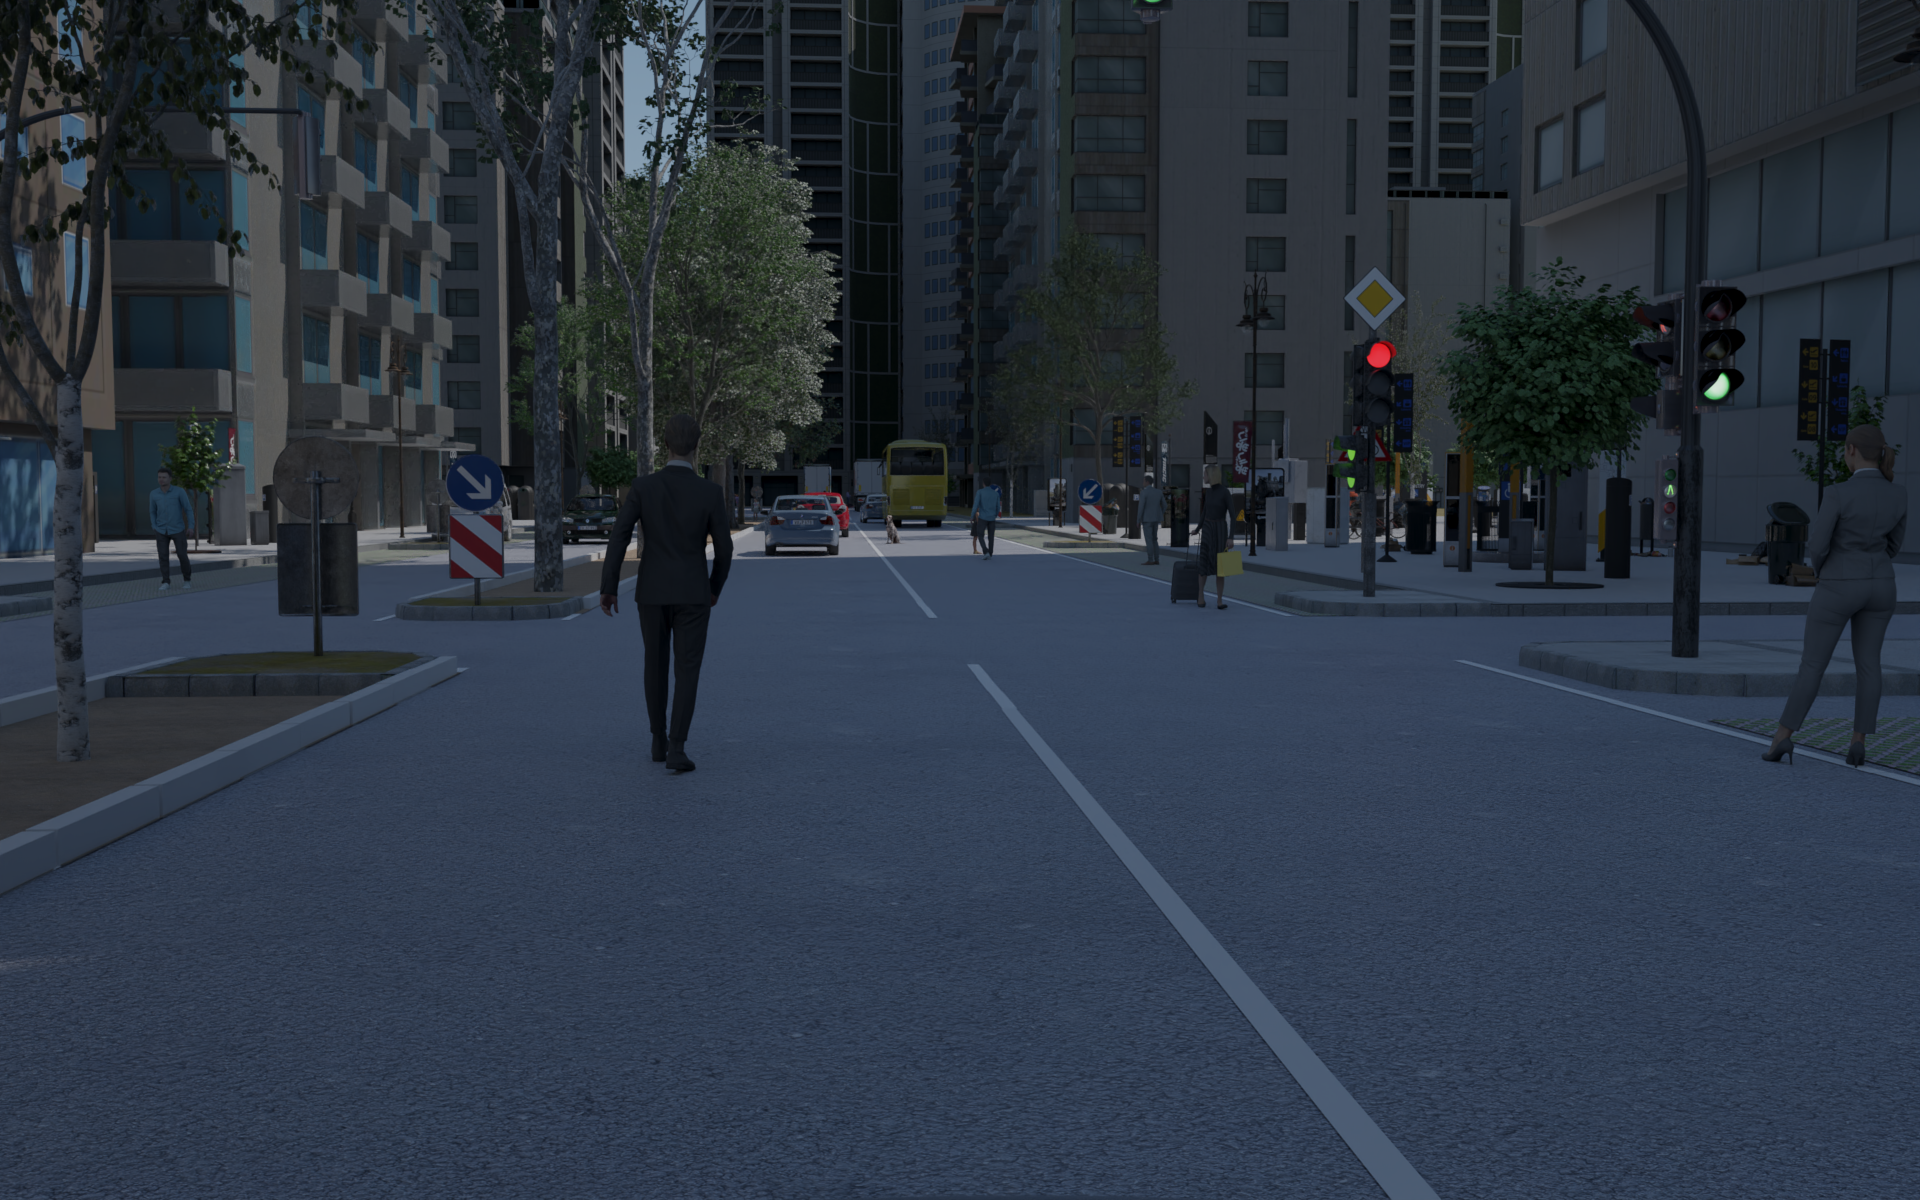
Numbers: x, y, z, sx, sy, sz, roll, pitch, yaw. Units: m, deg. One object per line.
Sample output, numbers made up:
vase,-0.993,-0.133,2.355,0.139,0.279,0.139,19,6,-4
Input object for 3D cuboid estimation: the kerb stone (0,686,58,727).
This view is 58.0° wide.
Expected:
kerb stone,-5.962,0.680,11.084,0.120,0.150,1.000,0,4,-4

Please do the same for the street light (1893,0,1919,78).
street light,7.836,-2.482,13.361,0.468,5.910,1.993,0,4,-4

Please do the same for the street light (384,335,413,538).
street light,-16.331,-4.755,50.533,0.468,5.910,1.993,0,4,-4

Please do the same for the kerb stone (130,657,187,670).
kerb stone,-6.104,0.555,13.125,0.120,0.150,1.000,0,4,-4

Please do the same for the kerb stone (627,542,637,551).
kerb stone,-8.451,-1.348,44.293,0.120,0.150,1.000,0,4,-4

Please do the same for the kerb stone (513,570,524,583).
kerb stone,-7.224,-0.351,27.936,0.120,0.150,1.000,0,4,-4

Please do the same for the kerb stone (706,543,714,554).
kerb stone,-6.275,-1.293,43.433,0.120,0.150,1.000,0,4,-4

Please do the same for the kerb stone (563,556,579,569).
kerb stone,-7.681,-0.727,34.080,0.120,0.150,1.000,0,4,-4

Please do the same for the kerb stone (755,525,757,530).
kerb stone,-8.035,-2.738,66.961,0.120,0.150,1.000,0,4,-4

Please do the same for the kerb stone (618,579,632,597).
kerb stone,-4.895,-0.174,25.035,0.120,0.150,1.000,0,4,-4

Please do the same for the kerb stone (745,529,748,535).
kerb stone,-7.499,-2.299,59.805,0.120,0.150,1.000,0,4,-4

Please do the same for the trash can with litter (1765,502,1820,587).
trash can with litter,11.790,-0.794,24.369,0.624,1.170,1.055,0,4,0

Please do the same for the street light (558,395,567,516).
street light,-18.664,-6.629,81.165,0.468,5.910,1.993,0,4,-4

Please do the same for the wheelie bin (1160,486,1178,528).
wheelie bin,7.928,-3.502,65.171,0.980,1.594,0.693,3,5,39

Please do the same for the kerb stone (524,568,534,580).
kerb stone,-7.302,-0.409,28.972,0.120,0.150,1.000,0,4,-4

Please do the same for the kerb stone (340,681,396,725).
kerb stone,-3.855,0.672,11.211,0.120,0.150,1.000,0,4,-4

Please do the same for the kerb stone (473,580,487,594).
kerb stone,-6.989,-0.164,24.874,0.120,0.150,1.000,0,4,-4

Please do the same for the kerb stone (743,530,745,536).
kerb stone,-7.350,-2.175,57.765,0.120,0.150,1.000,0,4,-4

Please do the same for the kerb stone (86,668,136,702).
kerb stone,-6.038,0.617,12.103,0.120,0.150,1.000,0,4,-4

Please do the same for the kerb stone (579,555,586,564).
kerb stone,-7.757,-0.790,35.105,0.120,0.150,1.000,0,4,-4

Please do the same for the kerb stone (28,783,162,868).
kerb stone,-3.548,0.922,7.124,0.120,0.150,1.000,0,4,-4

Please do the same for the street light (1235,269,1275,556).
street light,6.068,-3.850,35.736,0.468,5.910,1.993,0,4,-4

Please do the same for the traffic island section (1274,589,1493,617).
traffic island section,5.134,0.039,21.646,2.009,0.180,2.903,0,4,-4

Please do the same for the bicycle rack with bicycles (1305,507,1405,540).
bicycle rack with bicycles,11.064,-2.223,49.735,2.925,0.926,2.852,3,4,36

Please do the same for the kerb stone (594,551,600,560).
kerb stone,-7.913,-0.914,37.146,0.120,0.150,1.000,0,4,-4

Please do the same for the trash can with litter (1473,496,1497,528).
trash can with litter,20.687,-3.338,65.629,2.233,1.210,1.678,3,5,42

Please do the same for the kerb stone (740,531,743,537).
kerb stone,-7.277,-2.113,56.745,0.120,0.150,1.000,0,4,-4

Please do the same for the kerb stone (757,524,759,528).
kerb stone,-8.197,-2.863,69.003,0.120,0.150,1.000,0,4,-4

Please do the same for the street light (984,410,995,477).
street light,1.638,-7.525,95.819,0.468,5.910,1.993,0,4,-4

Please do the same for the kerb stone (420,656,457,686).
kerb stone,-4.019,0.552,13.259,0.120,0.150,1.000,0,4,-4

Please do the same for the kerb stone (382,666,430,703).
kerb stone,-3.937,0.609,12.234,0.120,0.150,1.000,0,4,-4

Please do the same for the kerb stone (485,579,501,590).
kerb stone,-7.061,-0.226,25.894,0.120,0.150,1.000,0,4,-4

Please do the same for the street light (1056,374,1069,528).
street light,3.833,-5.692,65.851,0.468,5.910,1.993,0,4,-4

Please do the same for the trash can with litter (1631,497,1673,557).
trash can with litter,14.242,-1.529,36.055,1.678,1.210,2.233,0,4,-2

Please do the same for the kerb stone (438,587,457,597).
kerb stone,-6.831,-0.039,22.825,0.120,0.150,1.000,0,4,-4

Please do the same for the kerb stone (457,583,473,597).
kerb stone,-6.910,-0.101,23.855,0.120,0.150,1.000,0,4,-4

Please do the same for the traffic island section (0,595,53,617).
traffic island section,-12.110,0.117,20.361,2.009,0.180,2.903,0,4,-4

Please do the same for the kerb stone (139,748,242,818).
kerb stone,-3.622,0.859,8.149,0.120,0.150,1.000,0,4,-4

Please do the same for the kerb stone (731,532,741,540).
kerb stone,-7.198,-2.051,55.726,0.120,0.150,1.000,0,4,-4

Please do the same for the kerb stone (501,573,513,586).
kerb stone,-7.140,-0.288,26.913,0.120,0.150,1.000,0,4,-4

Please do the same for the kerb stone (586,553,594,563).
kerb stone,-7.827,-0.850,36.127,0.120,0.150,1.000,0,4,-4

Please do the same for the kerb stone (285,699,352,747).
kerb stone,-3.789,0.735,10.188,0.120,0.150,1.000,0,4,-4

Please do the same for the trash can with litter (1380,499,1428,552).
trash can with litter,9.959,-1.666,38.627,1.055,1.170,0.624,0,4,-7

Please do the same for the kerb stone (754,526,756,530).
kerb stone,-7.959,-2.676,65.942,0.120,0.150,1.000,0,4,-4

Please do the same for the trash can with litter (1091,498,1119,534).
trash can with litter,4.518,-2.671,55.052,1.055,1.170,0.624,0,4,1

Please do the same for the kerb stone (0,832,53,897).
kerb stone,-3.469,0.986,6.098,0.120,0.150,1.000,0,4,-4

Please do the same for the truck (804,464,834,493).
truck,-13.687,-10.915,167.371,2.839,4.237,11.283,0,4,-3

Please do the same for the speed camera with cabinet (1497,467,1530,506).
speed camera with cabinet,17.751,-3.666,54.278,2.038,3.252,0.660,-2,4,-32

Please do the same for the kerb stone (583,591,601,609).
kerb stone,-4.673,0.017,21.961,0.120,0.150,1.000,0,4,-4

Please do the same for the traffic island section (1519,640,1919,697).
traffic island section,5.731,0.526,13.683,2.009,0.180,2.903,0,4,-4

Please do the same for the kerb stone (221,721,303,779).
kerb stone,-3.707,0.797,9.167,0.120,0.150,1.000,0,4,-4

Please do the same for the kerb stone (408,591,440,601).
kerb stone,-6.760,0.024,21.803,0.120,0.150,1.000,0,4,-4

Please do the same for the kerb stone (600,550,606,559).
kerb stone,-7.986,-0.977,38.166,0.120,0.150,1.000,0,4,-4

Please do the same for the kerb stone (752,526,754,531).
kerb stone,-7.884,-2.613,64.922,0.120,0.150,1.000,0,4,-4

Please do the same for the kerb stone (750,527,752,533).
kerb stone,-7.736,-2.484,62.876,0.120,0.150,1.000,0,4,-4

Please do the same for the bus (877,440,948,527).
bus,-2.158,-5.259,77.526,2.896,3.916,12.252,0,4,-4

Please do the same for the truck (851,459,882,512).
truck,-7.500,-9.450,143.413,2.839,4.237,11.283,0,4,-5

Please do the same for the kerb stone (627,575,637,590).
kerb stone,-4.977,-0.236,26.056,0.120,0.150,1.000,0,4,-4
